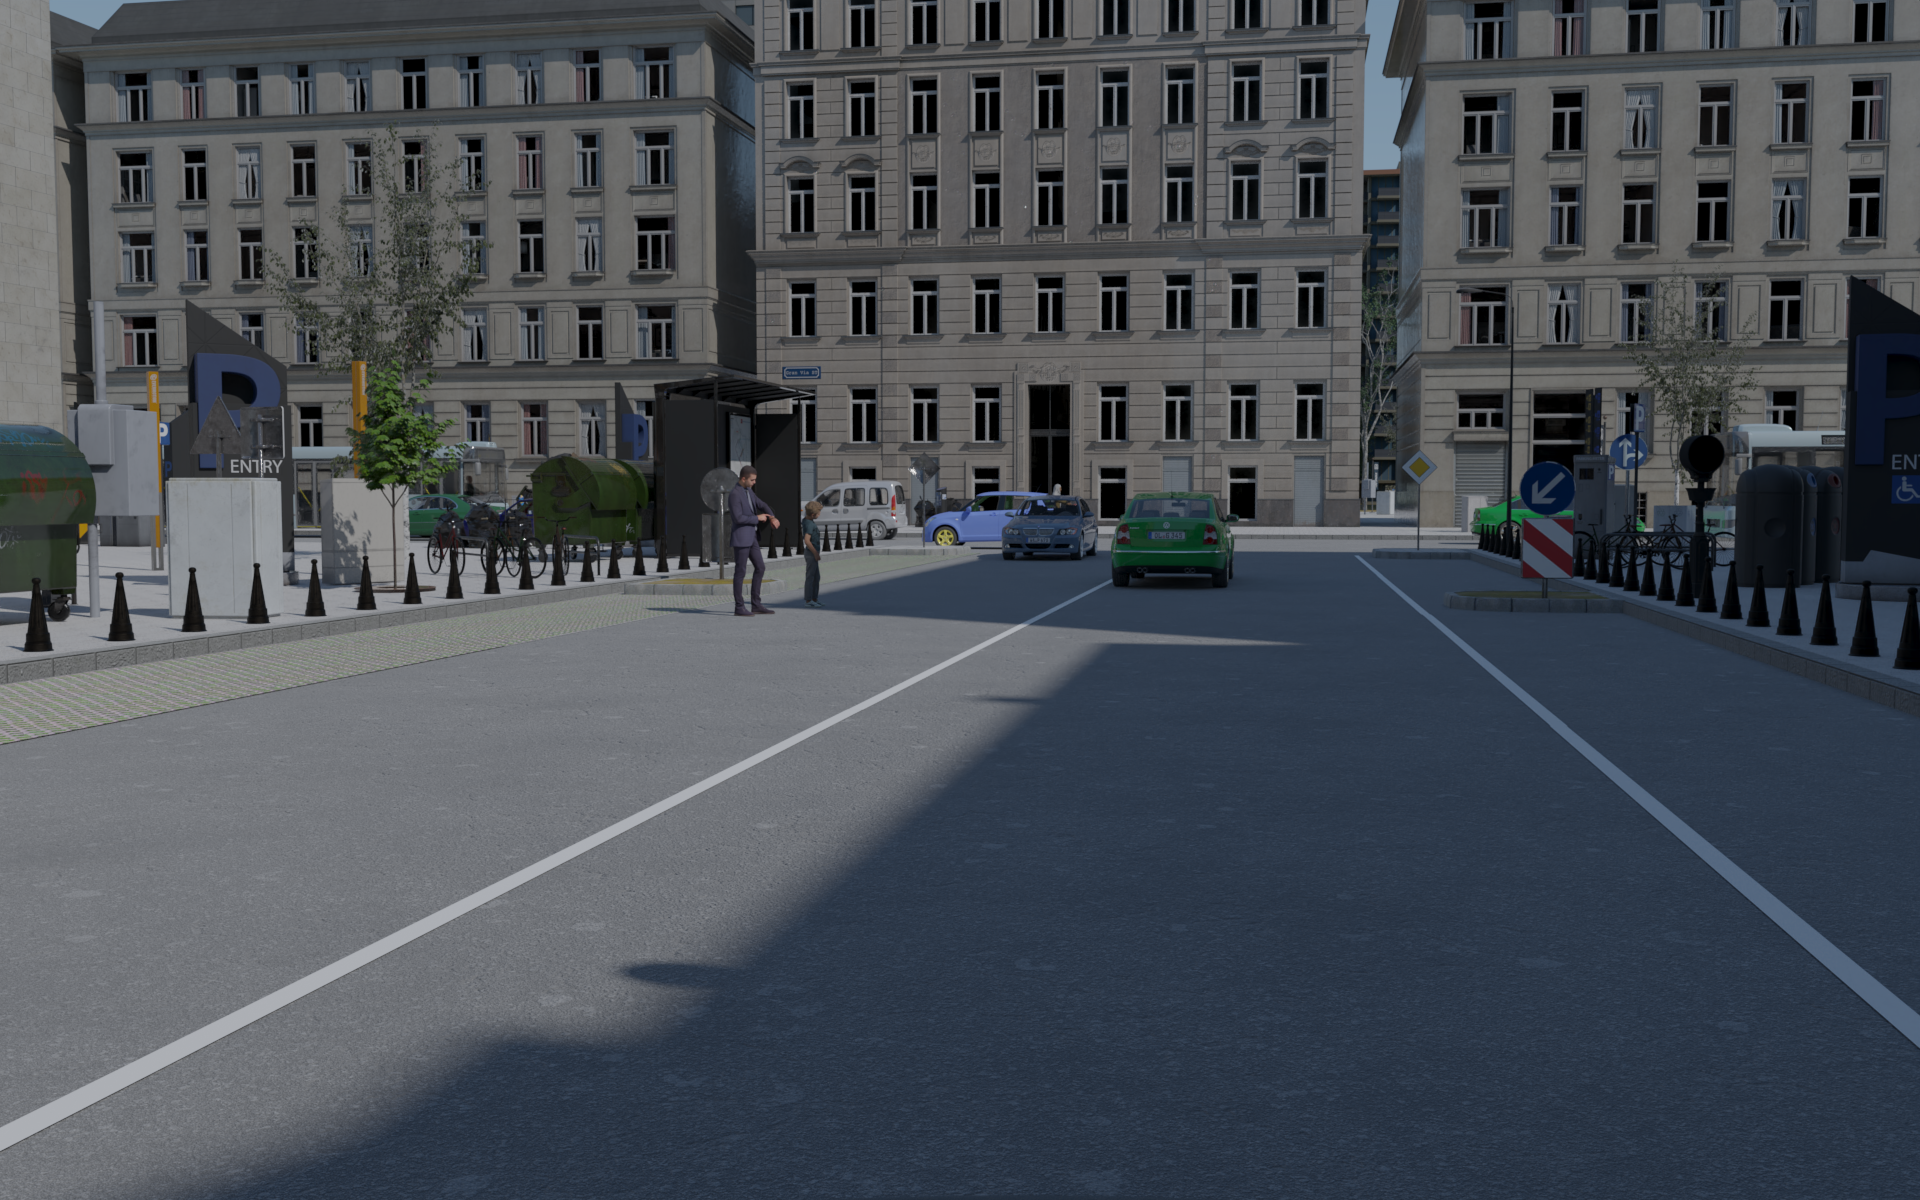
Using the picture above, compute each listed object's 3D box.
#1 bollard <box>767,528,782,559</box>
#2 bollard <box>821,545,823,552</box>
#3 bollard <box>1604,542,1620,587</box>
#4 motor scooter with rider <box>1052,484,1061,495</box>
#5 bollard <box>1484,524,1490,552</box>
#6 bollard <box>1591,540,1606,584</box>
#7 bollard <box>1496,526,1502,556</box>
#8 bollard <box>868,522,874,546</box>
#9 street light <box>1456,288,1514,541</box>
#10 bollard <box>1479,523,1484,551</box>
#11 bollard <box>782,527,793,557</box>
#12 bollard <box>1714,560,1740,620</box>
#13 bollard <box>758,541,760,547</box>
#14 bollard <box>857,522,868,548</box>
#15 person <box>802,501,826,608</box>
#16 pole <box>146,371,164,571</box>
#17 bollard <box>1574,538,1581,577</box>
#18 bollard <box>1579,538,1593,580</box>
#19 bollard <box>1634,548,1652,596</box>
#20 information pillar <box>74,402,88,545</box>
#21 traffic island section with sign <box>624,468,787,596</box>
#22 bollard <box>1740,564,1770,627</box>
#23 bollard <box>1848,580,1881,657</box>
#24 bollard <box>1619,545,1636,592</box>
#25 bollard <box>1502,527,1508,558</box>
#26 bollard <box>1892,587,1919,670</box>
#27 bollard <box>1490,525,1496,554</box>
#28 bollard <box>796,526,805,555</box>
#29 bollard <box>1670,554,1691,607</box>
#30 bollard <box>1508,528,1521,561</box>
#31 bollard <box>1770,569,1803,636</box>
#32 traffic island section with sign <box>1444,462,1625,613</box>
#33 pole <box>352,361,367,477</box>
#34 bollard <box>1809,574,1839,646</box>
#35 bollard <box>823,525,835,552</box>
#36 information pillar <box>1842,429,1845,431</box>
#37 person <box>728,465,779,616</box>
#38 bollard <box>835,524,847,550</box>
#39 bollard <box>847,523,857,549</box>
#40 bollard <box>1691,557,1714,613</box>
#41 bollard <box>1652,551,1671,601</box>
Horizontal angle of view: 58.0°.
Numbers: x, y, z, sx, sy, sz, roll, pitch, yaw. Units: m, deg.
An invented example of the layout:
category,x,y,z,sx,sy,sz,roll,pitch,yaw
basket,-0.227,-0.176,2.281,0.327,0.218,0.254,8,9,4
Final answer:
category,x,y,z,sx,sy,sz,roll,pitch,yaw
bollard,-3.733,-1.125,34.433,0.229,0.601,0.229,0,3,0
bollard,-3.169,-1.311,37.482,0.229,0.601,0.229,0,3,0
bollard,9.070,-0.480,23.888,0.229,0.601,0.229,0,3,0
motor scooter with rider,3.262,-2.728,53.572,1.986,1.779,0.876,1,4,12
bollard,11.728,-1.350,38.106,0.229,0.601,0.229,0,3,0
bollard,9.260,-0.542,24.902,0.229,0.601,0.229,0,3,0
bollard,11.345,-1.225,36.074,0.229,0.601,0.229,0,3,0
bollard,-2.219,-1.622,42.556,0.229,0.601,0.229,0,3,0
street light,11.864,-4.069,39.074,1.470,5.913,1.316,1,4,11
bollard,11.919,-1.412,39.129,0.229,0.601,0.229,0,3,0
bollard,-3.543,-1.188,35.459,0.229,0.601,0.229,0,3,0
bollard,7.933,-0.107,17.795,0.229,0.601,0.229,0,3,0
bollard,-3.927,-1.063,33.415,0.229,0.601,0.229,0,3,0
bollard,-2.407,-1.560,41.545,0.229,0.601,0.229,0,3,0
person,-1.840,-0.583,21.945,0.340,1.345,0.435,-1,4,-15
pole,-13.456,-2.147,28.952,0.158,3.312,0.155,0,3,0
bollard,9.638,-0.666,26.929,0.229,0.601,0.229,0,3,0
bollard,9.446,-0.604,25.912,0.229,0.601,0.229,0,3,0
bollard,8.690,-0.355,21.849,0.229,0.601,0.229,0,3,0
information pillar,-22.310,-3.228,44.128,0.183,3.616,0.504,2,4,24
traffic island section with sign,-3.609,-1.017,25.256,1.989,1.847,2.006,1,4,11
bollard,7.741,-0.045,16.777,0.229,0.601,0.229,0,3,0
bollard,7.172,0.142,13.716,0.229,0.601,0.229,0,3,0
bollard,8.881,-0.418,22.879,0.229,0.601,0.229,0,3,0
bollard,11.156,-1.163,35.052,0.229,0.601,0.229,0,3,0
bollard,6.978,0.204,12.704,0.229,0.601,0.229,0,3,0
bollard,11.536,-1.287,37.088,0.229,0.601,0.229,0,3,0
bollard,-3.355,-1.249,36.468,0.229,0.601,0.229,0,3,0
bollard,8.309,-0.231,19.821,0.229,0.601,0.229,0,3,0
bollard,10.964,-1.101,34.044,0.229,0.601,0.229,0,3,0
bollard,7.551,0.018,15.755,0.229,0.601,0.229,0,3,0
traffic island section with sign,7.203,-0.813,21.919,1.989,1.847,2.006,1,4,11
pole,-9.232,-2.010,26.704,0.158,3.312,0.155,0,3,0
bollard,7.358,0.080,14.729,0.229,0.601,0.229,0,3,0
bollard,-2.971,-1.374,38.500,0.229,0.601,0.229,0,3,0
information pillar,29.441,-4.064,57.796,0.504,3.616,0.183,1,4,12
person,-2.396,-0.698,20.357,0.568,1.767,0.683,1,4,16
bollard,-2.783,-1.435,39.510,0.229,0.601,0.229,0,3,0
bollard,-2.599,-1.497,40.520,0.229,0.601,0.229,0,3,0
bollard,8.118,-0.169,18.805,0.229,0.601,0.229,0,3,0
bollard,8.504,-0.293,20.839,0.229,0.601,0.229,0,3,0
